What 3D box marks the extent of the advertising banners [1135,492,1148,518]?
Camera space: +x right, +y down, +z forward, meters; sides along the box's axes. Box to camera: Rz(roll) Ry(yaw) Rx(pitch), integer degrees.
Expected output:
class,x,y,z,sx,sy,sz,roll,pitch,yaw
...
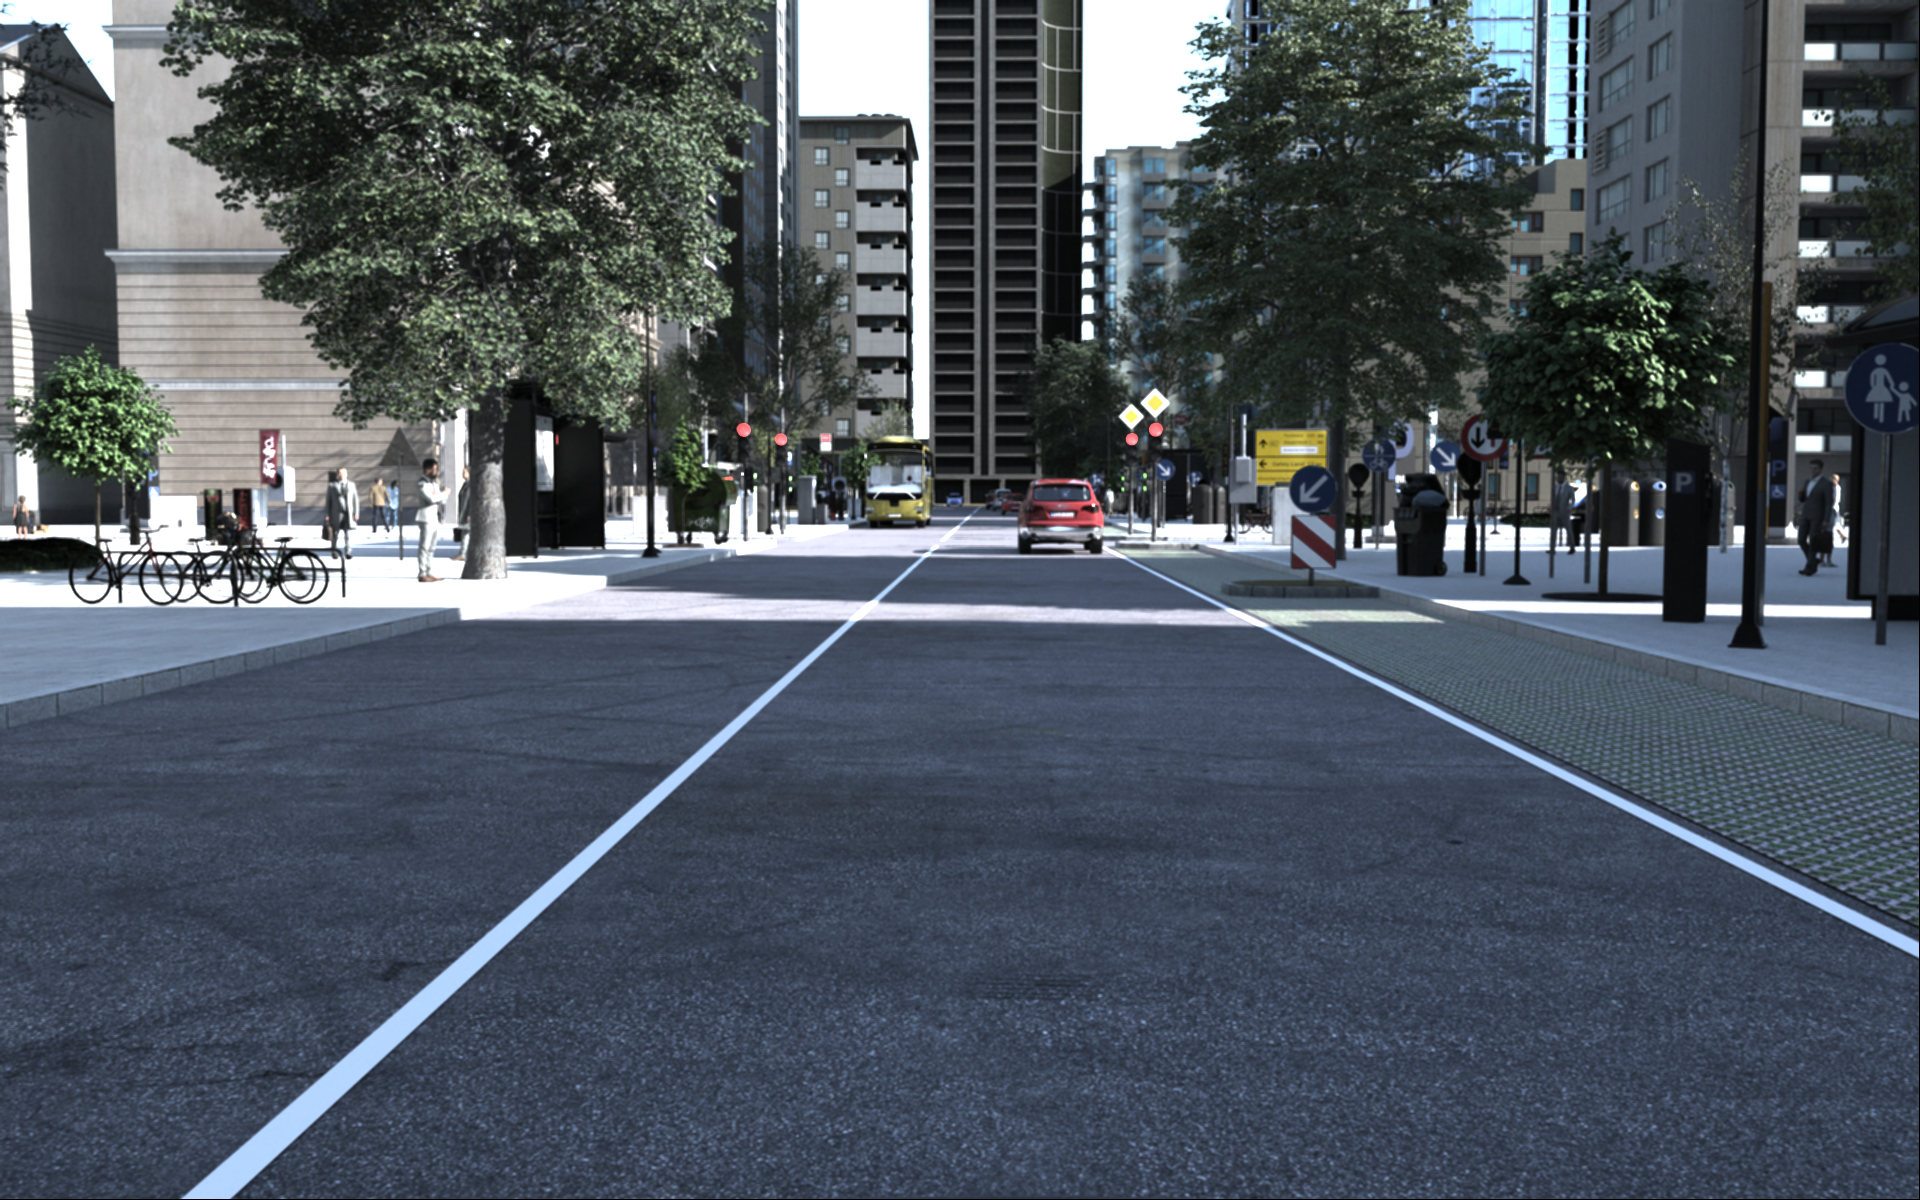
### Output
class,x,y,z,sx,sy,sz,roll,pitch,yaw
advertising banners,10.583,-5.928,93.104,2.074,3.025,0.090,0,4,-2

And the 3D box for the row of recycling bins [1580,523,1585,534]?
class,x,y,z,sx,sy,sz,roll,pitch,yaw
row of recycling bins,21.528,-2.970,55.678,3.534,1.692,1.069,3,5,40

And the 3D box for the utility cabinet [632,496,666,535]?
class,x,y,z,sx,sy,sz,roll,pitch,yaw
utility cabinet,-9.696,-2.620,54.004,1.020,1.237,0.306,0,4,-6

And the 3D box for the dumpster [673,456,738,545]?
class,x,y,z,sx,sy,sz,roll,pitch,yaw
dumpster,-6.578,-2.562,44.382,1.502,2.255,1.985,0,4,1

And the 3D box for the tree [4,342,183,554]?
class,x,y,z,sx,sy,sz,roll,pitch,yaw
tree,-18.681,-3.293,37.546,4.285,4.588,4.351,0,3,0

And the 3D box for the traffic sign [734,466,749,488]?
class,x,y,z,sx,sy,sz,roll,pitch,yaw
traffic sign,-9.917,-4.805,78.671,0.768,2.556,0.104,1,4,9

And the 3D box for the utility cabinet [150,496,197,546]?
class,x,y,z,sx,sy,sz,roll,pitch,yaw
utility cabinet,-19.692,-1.969,43.362,1.020,1.237,0.306,-1,4,-12

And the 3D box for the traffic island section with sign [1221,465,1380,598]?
class,x,y,z,sx,sy,sz,roll,pitch,yaw
traffic island section with sign,4.778,-0.980,24.656,1.989,1.847,2.006,0,4,1

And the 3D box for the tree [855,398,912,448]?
class,x,y,z,sx,sy,sz,roll,pitch,yaw
tree,-5.612,-11.173,133.038,4.737,8.622,4.395,0,3,0

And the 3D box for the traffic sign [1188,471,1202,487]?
class,x,y,z,sx,sy,sz,roll,pitch,yaw
traffic sign,12.938,-5.827,95.375,0.768,2.556,0.104,1,4,10

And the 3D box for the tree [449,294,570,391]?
class,x,y,z,sx,sy,sz,roll,pitch,yaw
tree,-15.434,-6.672,59.447,4.360,8.622,3.978,0,3,0

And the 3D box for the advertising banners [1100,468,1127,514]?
class,x,y,z,sx,sy,sz,roll,pitch,yaw
advertising banners,9.955,-7.182,113.610,2.074,3.025,0.090,-2,4,-34

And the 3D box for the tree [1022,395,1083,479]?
class,x,y,z,sx,sy,sz,roll,pitch,yaw
tree,10.064,-15.154,173.525,9.928,11.665,9.643,0,3,0

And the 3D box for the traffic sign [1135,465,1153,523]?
class,x,y,z,sx,sy,sz,roll,pitch,yaw
traffic sign,8.155,-4.694,76.846,0.768,2.556,0.104,1,4,10

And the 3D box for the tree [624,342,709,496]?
class,x,y,z,sx,sy,sz,roll,pitch,yaw
tree,-14.533,-8.114,83.031,4.737,8.622,4.395,0,3,0

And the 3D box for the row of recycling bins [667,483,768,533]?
class,x,y,z,sx,sy,sz,roll,pitch,yaw
row of recycling bins,-8.092,-3.111,57.970,3.534,1.692,1.069,1,4,8

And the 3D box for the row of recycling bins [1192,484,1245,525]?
class,x,y,z,sx,sy,sz,roll,pitch,yaw
row of recycling bins,11.087,-4.076,73.747,1.069,1.692,3.534,3,5,39

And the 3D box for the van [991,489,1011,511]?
class,x,y,z,sx,sy,sz,roll,pitch,yaw
van,3.619,-8.577,147.241,2.013,2.044,4.112,0,4,0

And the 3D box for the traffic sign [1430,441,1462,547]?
class,x,y,z,sx,sy,sz,roll,pitch,yaw
traffic sign,11.652,-2.537,41.591,0.768,2.556,0.104,1,4,9

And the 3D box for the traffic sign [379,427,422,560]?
class,x,y,z,sx,sy,sz,roll,pitch,yaw
traffic sign,-10.837,-2.050,33.524,0.884,2.594,0.081,1,4,11

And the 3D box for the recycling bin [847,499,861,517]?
class,x,y,z,sx,sy,sz,roll,pitch,yaw
recycling bin,-5.947,-5.181,97.266,0.722,1.027,0.722,-1,4,-8

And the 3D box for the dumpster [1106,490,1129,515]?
class,x,y,z,sx,sy,sz,roll,pitch,yaw
dumpster,9.497,-6.059,104.820,1.264,1.857,1.865,0,4,1

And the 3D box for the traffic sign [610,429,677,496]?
class,x,y,z,sx,sy,sz,roll,pitch,yaw
traffic sign,-9.901,-3.697,54.327,2.265,3.308,0.079,1,4,10

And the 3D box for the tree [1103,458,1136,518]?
class,x,y,z,sx,sy,sz,roll,pitch,yaw
tree,8.431,-6.013,92.917,1.663,3.219,1.824,0,3,0

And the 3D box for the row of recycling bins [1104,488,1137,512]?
class,x,y,z,sx,sy,sz,roll,pitch,yaw
row of recycling bins,12.003,-7.117,123.480,3.534,1.692,1.069,0,4,4

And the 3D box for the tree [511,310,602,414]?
class,x,y,z,sx,sy,sz,roll,pitch,yaw
tree,-15.922,-7.170,67.596,4.737,8.622,4.395,0,3,0

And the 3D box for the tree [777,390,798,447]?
class,x,y,z,sx,sy,sz,roll,pitch,yaw
tree,-13.386,-10.560,123.016,4.360,8.622,3.978,0,3,0

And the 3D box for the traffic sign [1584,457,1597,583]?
class,x,y,z,sx,sy,sz,roll,pitch,yaw
traffic sign,9.017,-1.512,24.825,0.768,2.556,0.104,1,4,8

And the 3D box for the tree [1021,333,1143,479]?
class,x,y,z,sx,sy,sz,roll,pitch,yaw
tree,9.684,-14.074,136.761,9.857,13.997,8.962,0,3,0

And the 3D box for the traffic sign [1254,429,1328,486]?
class,x,y,z,sx,sy,sz,roll,pitch,yaw
traffic sign,10.341,-3.688,54.169,2.265,3.308,0.079,0,4,6

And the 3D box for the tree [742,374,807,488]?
class,x,y,z,sx,sy,sz,roll,pitch,yaw
tree,-11.623,-9.466,105.125,4.737,8.622,4.395,0,3,0

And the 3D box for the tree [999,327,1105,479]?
class,x,y,z,sx,sy,sz,roll,pitch,yaw
tree,9.555,-20.977,198.859,12.611,20.169,13.585,0,3,0

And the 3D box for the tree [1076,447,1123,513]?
class,x,y,z,sx,sy,sz,roll,pitch,yaw
tree,9.681,-8.201,117.806,4.285,4.588,4.351,0,3,0

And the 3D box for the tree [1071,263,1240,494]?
class,x,y,z,sx,sy,sz,roll,pitch,yaw
tree,7.848,-8.356,71.035,7.601,10.594,8.767,-3,5,-41

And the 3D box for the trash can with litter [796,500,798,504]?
class,x,y,z,sx,sy,sz,roll,pitch,yaw
trash can with litter,-7.659,-4.509,85.110,0.624,1.170,1.055,0,4,5

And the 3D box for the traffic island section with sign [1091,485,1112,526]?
class,x,y,z,sx,sy,sz,roll,pitch,yaw
traffic island section with sign,5.863,-4.288,78.739,1.989,1.847,2.006,0,4,1

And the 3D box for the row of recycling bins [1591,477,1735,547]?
class,x,y,z,sx,sy,sz,roll,pitch,yaw
row of recycling bins,17.367,-2.170,42.590,3.534,1.692,1.069,-1,4,-14

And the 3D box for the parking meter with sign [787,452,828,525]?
class,x,y,z,sx,sy,sz,roll,pitch,yaw
parking meter with sign,-6.300,-4.590,71.314,1.738,3.016,0.543,1,4,16

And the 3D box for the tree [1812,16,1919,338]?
class,x,y,z,sx,sy,sz,roll,pitch,yaw
tree,13.068,-4.354,21.545,4.737,8.622,4.395,0,3,0

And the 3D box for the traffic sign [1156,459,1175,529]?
class,x,y,z,sx,sy,sz,roll,pitch,yaw
traffic sign,7.459,-3.869,63.367,0.768,2.556,0.104,1,4,9

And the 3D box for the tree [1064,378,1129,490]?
class,x,y,z,sx,sy,sz,roll,pitch,yaw
tree,8.913,-9.804,110.659,4.360,8.622,3.978,0,3,0

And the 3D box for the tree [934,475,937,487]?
class,x,y,z,sx,sy,sz,roll,pitch,yaw
tree,-4.106,-12.203,183.237,4.285,4.588,4.351,0,3,0

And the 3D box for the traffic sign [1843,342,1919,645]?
class,x,y,z,sx,sy,sz,roll,pitch,yaw
traffic sign,7.843,-0.891,14.676,0.768,2.556,0.104,0,4,6

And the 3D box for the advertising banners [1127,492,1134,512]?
class,x,y,z,sx,sy,sz,roll,pitch,yaw
advertising banners,12.507,-7.676,121.697,2.074,3.025,0.090,3,4,37

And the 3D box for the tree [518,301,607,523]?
class,x,y,z,sx,sy,sz,roll,pitch,yaw
tree,-15.971,-8.646,75.773,7.601,10.594,8.767,0,4,6

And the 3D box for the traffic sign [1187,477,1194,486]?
class,x,y,z,sx,sy,sz,roll,pitch,yaw
traffic sign,13.032,-5.901,98.617,0.606,2.300,0.079,0,4,5

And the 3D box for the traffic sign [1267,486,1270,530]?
class,x,y,z,sx,sy,sz,roll,pitch,yaw
traffic sign,11.094,-3.805,62.311,0.768,2.556,0.104,1,4,9

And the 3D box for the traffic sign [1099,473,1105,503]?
class,x,y,z,sx,sy,sz,roll,pitch,yaw
traffic sign,8.624,-6.552,107.129,0.884,2.594,0.081,0,4,3

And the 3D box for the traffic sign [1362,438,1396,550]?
class,x,y,z,sx,sy,sz,roll,pitch,yaw
traffic sign,9.544,-2.412,39.542,0.768,2.556,0.104,0,4,5

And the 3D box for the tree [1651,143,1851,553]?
class,x,y,z,sx,sy,sz,roll,pitch,yaw
tree,16.842,-5.330,37.504,4.360,8.622,3.978,0,3,0

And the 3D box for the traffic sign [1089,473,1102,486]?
class,x,y,z,sx,sy,sz,roll,pitch,yaw
traffic sign,8.161,-6.362,104.126,0.768,2.556,0.104,0,4,7

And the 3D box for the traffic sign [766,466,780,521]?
class,x,y,z,sx,sy,sz,roll,pitch,yaw
traffic sign,-8.569,-4.877,79.844,0.768,2.556,0.104,0,4,7

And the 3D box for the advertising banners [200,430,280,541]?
class,x,y,z,sx,sy,sz,roll,pitch,yaw
advertising banners,-19.558,-3.115,47.111,2.074,3.025,0.090,-1,4,-10

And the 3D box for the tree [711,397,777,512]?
class,x,y,z,sx,sy,sz,roll,pitch,yaw
tree,-14.382,-9.964,113.266,4.360,8.622,3.978,0,3,0

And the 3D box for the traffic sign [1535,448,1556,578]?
class,x,y,z,sx,sy,sz,roll,pitch,yaw
traffic sign,9.061,-1.618,26.460,0.884,2.594,0.081,0,4,6

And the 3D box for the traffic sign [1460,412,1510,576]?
class,x,y,z,sx,sy,sz,roll,pitch,yaw
traffic sign,8.186,-1.649,27.069,0.768,2.556,0.104,0,4,4

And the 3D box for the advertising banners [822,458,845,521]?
class,x,y,z,sx,sy,sz,roll,pitch,yaw
advertising banners,-6.154,-5.373,84.038,0.090,3.025,2.074,-2,4,-34
